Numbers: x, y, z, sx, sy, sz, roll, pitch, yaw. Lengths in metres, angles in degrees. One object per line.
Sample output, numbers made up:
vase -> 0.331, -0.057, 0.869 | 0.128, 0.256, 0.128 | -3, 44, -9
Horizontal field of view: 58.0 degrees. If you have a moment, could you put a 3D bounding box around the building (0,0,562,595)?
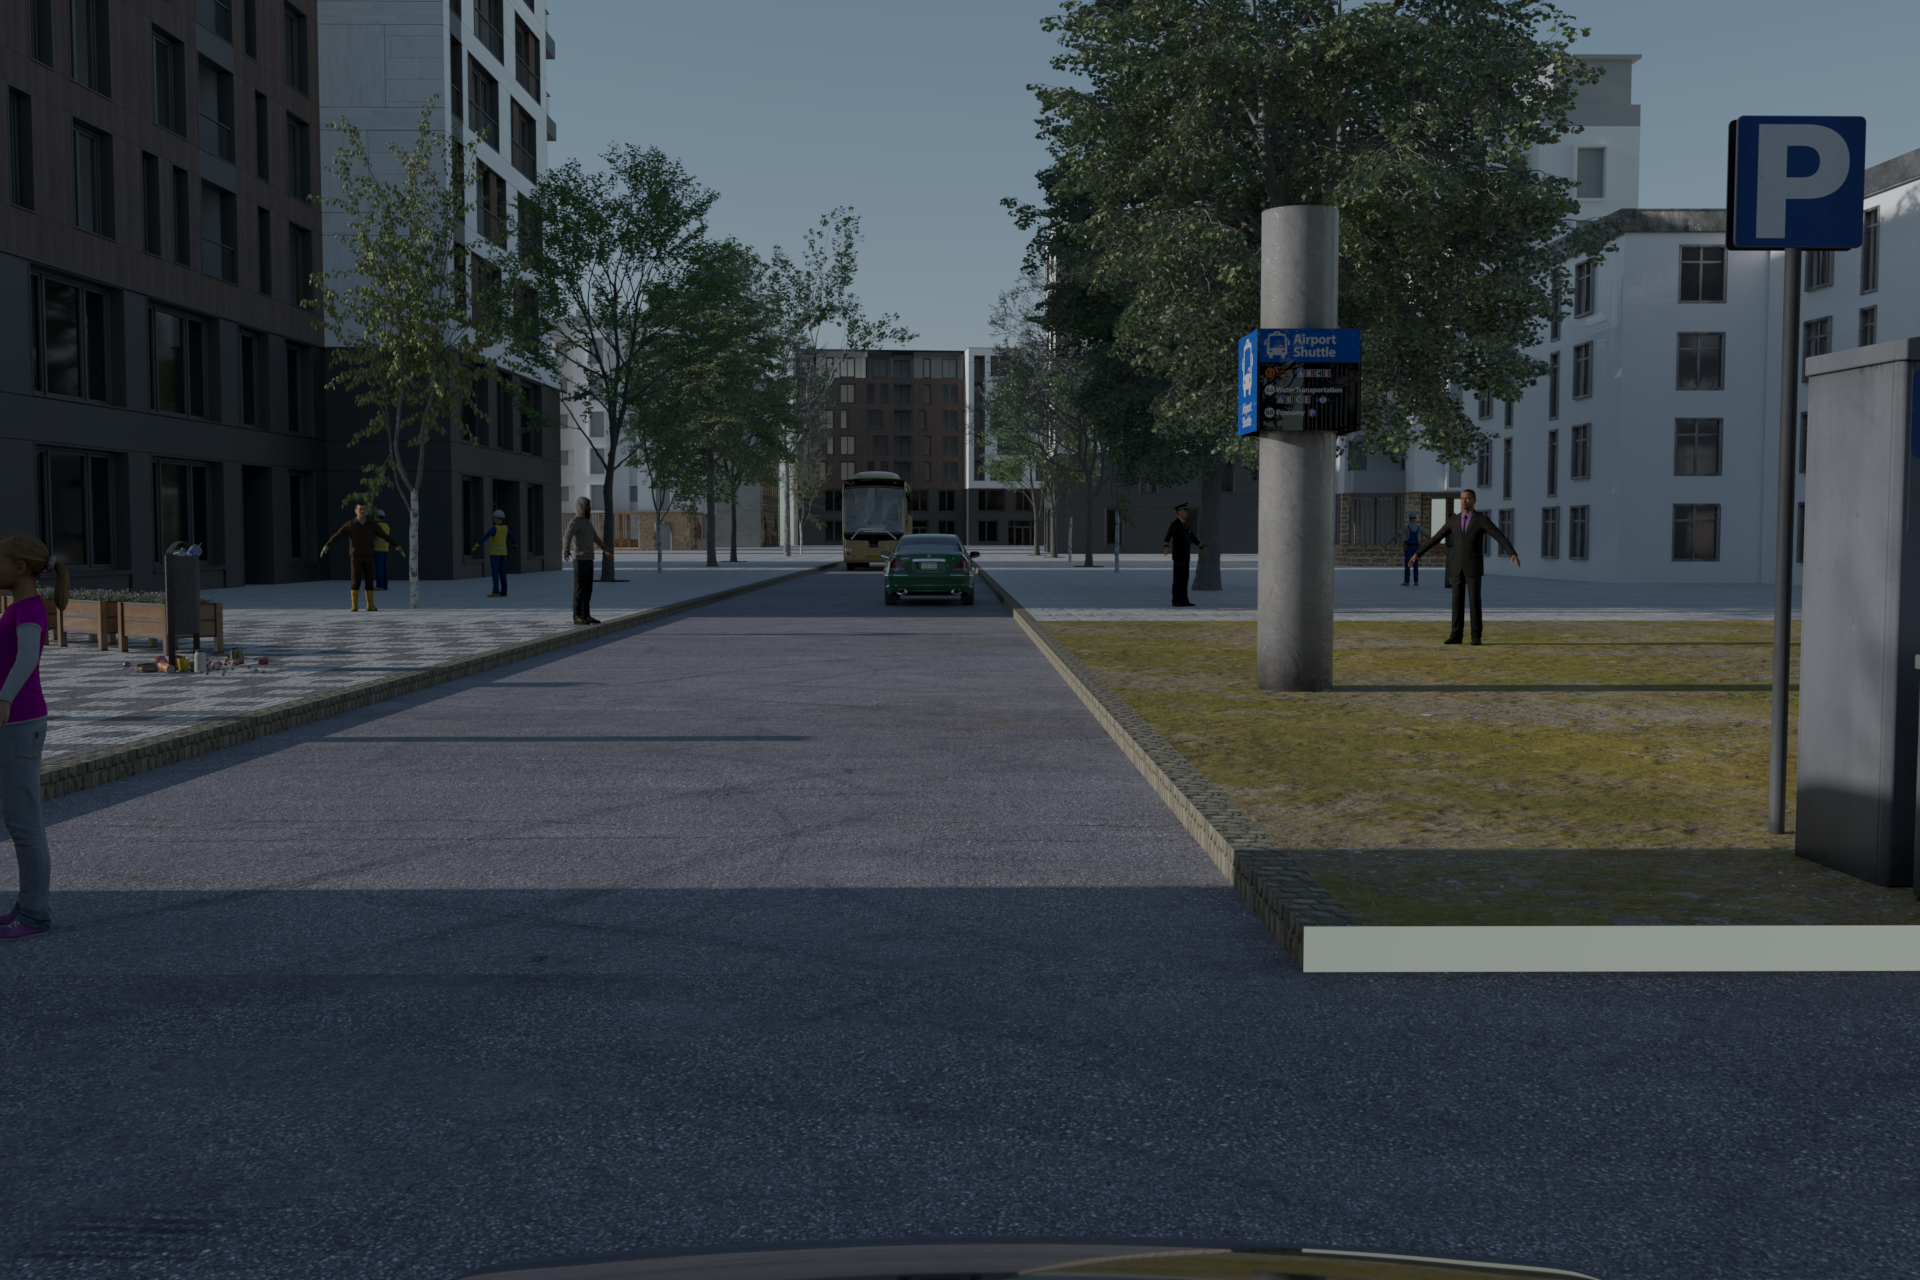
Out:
building -> -27.904, -12.289, 44.894 | 27.936, 21.610, 32.646 | 0, 4, -1

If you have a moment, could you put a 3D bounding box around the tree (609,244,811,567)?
tree -> -9.706, -9.143, 67.620 | 7.486, 12.596, 7.792 | 0, 3, 0

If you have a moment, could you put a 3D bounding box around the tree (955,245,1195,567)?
tree -> 5.122, -9.592, 67.192 | 12.009, 13.543, 11.850 | 0, 3, 0

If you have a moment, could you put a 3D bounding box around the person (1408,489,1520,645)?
person -> 5.869, -0.848, 20.083 | 1.346, 1.802, 0.704 | 3, 5, 40

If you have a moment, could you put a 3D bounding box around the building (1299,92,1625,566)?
building -> 20.373, -13.711, 80.594 | 16.016, 20.090, 11.380 | 0, 4, -1

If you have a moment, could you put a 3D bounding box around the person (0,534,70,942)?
person -> -3.428, 0.338, 6.196 | 0.599, 1.433, 0.991 | -2, 4, -29

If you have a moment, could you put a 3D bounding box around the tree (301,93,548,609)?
tree -> -9.358, -4.861, 29.833 | 4.737, 8.622, 4.395 | 0, 3, 0

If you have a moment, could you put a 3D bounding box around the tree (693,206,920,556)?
tree -> -8.580, -14.868, 98.987 | 12.611, 20.169, 13.585 | 0, 3, 0

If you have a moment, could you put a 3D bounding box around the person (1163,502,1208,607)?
person -> 3.944, -1.512, 30.652 | 0.705, 1.837, 1.347 | 3, 5, 40

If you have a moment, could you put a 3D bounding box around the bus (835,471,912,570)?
bus -> -3.342, -4.904, 71.723 | 2.896, 3.916, 12.252 | 0, 4, -1

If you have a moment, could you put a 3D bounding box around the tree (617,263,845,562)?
tree -> -10.319, -10.307, 78.889 | 12.009, 13.543, 11.850 | 0, 3, 0

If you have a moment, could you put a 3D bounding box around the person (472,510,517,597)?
person -> -9.491, -1.771, 35.413 | 0.721, 1.772, 1.216 | 2, 4, 30

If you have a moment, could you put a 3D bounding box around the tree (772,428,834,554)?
tree -> -10.186, -9.823, 110.973 | 4.360, 8.622, 3.978 | 0, 3, 0

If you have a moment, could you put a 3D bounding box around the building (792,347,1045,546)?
building -> -2.867, -21.732, 201.742 | 32.646, 21.610, 27.936 | 0, 4, -7

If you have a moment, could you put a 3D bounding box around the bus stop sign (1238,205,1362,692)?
bus stop sign -> 2.776, -1.543, 14.250 | 0.837, 3.901, 0.837 | 0, 4, -1

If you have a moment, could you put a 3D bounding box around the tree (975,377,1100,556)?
tree -> 4.686, -10.844, 103.052 | 9.928, 11.665, 9.643 | 0, 3, 0

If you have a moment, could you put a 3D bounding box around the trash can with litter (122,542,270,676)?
trash can with litter -> -7.223, -0.348, 16.748 | 1.678, 1.210, 2.233 | 0, 4, 1

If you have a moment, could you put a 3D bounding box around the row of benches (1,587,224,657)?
row of benches -> -9.576, -0.248, 19.519 | 4.104, 0.672, 1.422 | 3, 4, 39

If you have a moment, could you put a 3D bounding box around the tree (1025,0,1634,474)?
tree -> 5.822, -7.411, 27.818 | 9.857, 13.997, 8.962 | 0, 3, 0

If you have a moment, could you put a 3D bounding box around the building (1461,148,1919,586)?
building -> 21.558, -6.288, 44.955 | 9.099, 9.664, 28.070 | 0, 4, 0

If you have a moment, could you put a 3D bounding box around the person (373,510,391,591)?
person -> -13.197, -2.042, 39.350 | 0.705, 1.833, 1.349 | 0, 4, 6

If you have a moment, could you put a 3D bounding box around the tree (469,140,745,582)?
tree -> -9.299, -7.359, 46.081 | 9.928, 11.665, 9.643 | 0, 3, 0

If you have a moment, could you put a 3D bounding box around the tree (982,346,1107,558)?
tree -> 5.040, -10.270, 93.669 | 9.928, 11.665, 9.643 | 0, 3, 0

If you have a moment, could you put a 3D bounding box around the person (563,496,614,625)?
person -> -5.326, -1.131, 24.613 | 0.705, 1.813, 1.348 | 1, 4, 16

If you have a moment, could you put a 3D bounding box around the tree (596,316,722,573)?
tree -> -9.923, -6.525, 57.049 | 4.360, 8.622, 3.978 | 0, 3, 0

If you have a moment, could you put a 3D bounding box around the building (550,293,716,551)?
building -> -25.867, -17.084, 135.741 | 16.016, 20.090, 11.380 | 0, 4, 0

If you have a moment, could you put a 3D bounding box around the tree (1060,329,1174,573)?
tree -> 5.455, -6.542, 57.322 | 4.737, 8.622, 4.395 | 0, 3, 0

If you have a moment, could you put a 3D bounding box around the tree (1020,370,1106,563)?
tree -> 5.007, -7.785, 77.647 | 4.360, 8.622, 3.978 | 0, 3, 0

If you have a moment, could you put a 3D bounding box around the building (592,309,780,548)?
building -> -28.026, -20.828, 171.468 | 19.493, 23.208, 18.063 | 0, 4, -1

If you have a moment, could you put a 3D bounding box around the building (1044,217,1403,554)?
building -> 19.976, -17.297, 126.788 | 27.936, 21.610, 32.646 | 0, 4, 0

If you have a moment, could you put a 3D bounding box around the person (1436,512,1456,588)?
person -> 11.716, -2.133, 41.144 | 1.348, 1.796, 0.705 | -2, 4, -35

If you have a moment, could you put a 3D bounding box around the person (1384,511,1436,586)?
person -> 11.190, -2.269, 42.952 | 1.347, 1.847, 0.705 | 0, 4, -8

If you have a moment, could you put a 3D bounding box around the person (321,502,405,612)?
person -> -9.913, -1.382, 28.737 | 1.346, 1.812, 0.704 | -2, 4, -29

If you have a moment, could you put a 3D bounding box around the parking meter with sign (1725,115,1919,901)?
parking meter with sign -> 3.521, -0.627, 6.510 | 0.543, 3.016, 1.738 | 0, 4, -1

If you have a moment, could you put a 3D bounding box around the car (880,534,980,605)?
car -> -0.627, -1.498, 36.296 | 2.131, 1.459, 4.920 | 0, 4, -1

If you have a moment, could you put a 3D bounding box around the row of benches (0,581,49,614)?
row of benches -> -14.048, -0.457, 22.927 | 1.422, 0.672, 4.104 | 1, 4, 22

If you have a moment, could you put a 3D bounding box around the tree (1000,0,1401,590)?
tree -> 5.687, -8.119, 39.405 | 9.857, 13.997, 8.962 | 0, 3, 0
